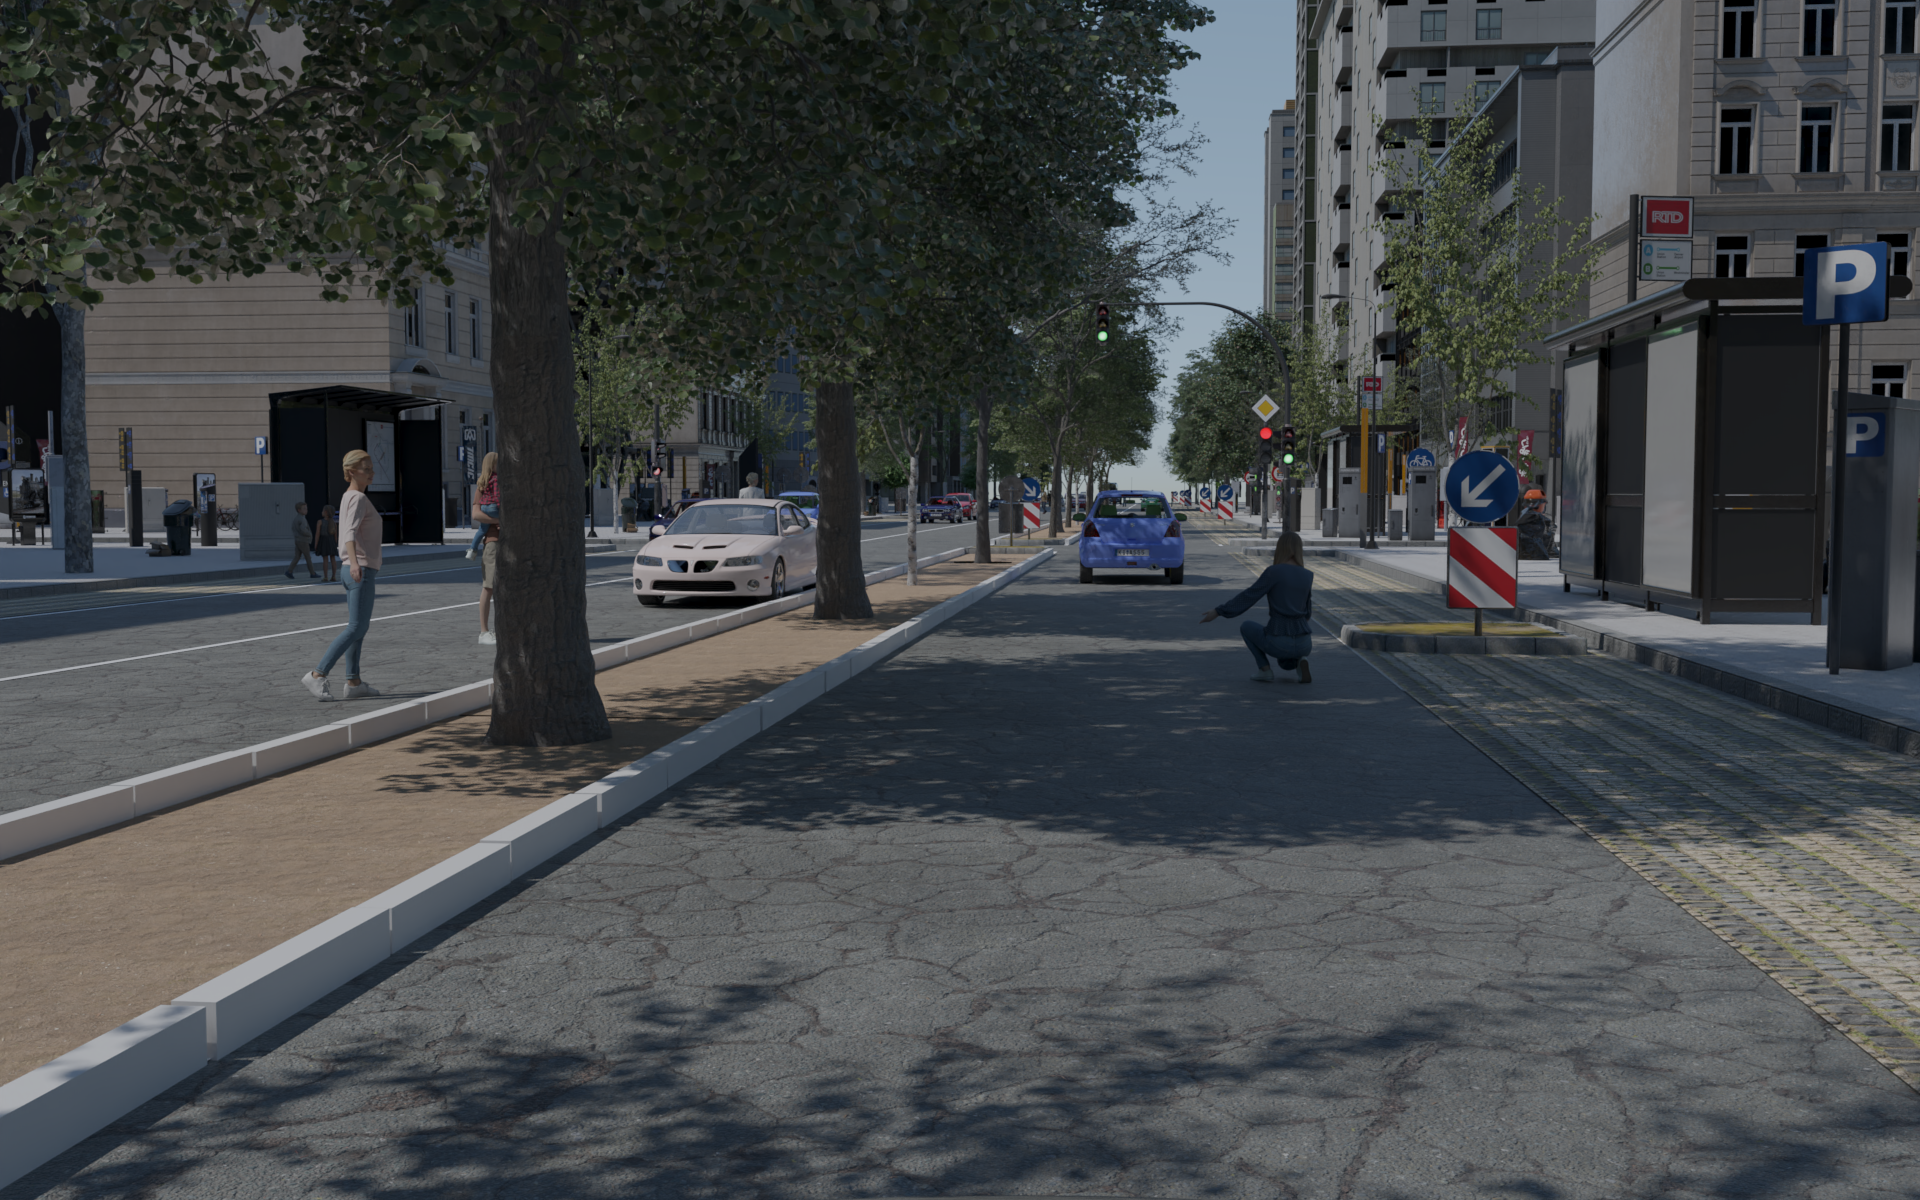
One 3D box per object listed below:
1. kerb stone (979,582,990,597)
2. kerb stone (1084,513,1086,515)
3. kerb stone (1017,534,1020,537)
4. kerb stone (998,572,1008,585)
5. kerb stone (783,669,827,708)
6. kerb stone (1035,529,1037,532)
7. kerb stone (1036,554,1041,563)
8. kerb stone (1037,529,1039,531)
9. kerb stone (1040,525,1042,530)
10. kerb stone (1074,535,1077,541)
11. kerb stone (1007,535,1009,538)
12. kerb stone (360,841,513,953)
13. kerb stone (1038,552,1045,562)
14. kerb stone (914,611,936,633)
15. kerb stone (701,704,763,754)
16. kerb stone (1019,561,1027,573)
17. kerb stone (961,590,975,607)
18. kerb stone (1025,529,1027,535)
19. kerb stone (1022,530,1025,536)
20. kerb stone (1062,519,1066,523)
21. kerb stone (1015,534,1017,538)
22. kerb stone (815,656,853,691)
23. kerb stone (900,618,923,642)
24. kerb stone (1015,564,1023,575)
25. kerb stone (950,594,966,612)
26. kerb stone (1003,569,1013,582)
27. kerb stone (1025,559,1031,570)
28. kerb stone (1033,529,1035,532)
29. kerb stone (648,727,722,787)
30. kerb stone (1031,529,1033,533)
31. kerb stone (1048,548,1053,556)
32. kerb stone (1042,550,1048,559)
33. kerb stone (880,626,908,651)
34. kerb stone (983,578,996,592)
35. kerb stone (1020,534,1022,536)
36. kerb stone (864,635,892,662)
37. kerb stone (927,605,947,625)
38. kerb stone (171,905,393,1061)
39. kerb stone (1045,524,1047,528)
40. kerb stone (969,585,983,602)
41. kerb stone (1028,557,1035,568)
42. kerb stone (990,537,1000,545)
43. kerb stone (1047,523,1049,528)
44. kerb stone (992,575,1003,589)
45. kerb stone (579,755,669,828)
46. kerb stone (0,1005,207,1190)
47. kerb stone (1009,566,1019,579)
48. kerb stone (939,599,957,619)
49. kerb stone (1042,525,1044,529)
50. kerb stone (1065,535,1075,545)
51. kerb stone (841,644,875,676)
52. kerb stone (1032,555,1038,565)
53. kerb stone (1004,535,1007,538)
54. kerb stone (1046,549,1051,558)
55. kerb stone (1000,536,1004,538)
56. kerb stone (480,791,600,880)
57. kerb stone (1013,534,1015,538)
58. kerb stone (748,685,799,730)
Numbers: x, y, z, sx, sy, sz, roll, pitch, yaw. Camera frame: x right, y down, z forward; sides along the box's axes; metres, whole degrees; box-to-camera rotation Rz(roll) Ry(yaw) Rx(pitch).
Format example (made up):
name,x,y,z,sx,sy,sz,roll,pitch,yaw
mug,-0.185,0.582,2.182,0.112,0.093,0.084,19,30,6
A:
name,x,y,z,sx,sy,sz,roll,pitch,yaw
kerb stone,0.277,-0.118,24.228,0.120,0.150,1.000,0,4,6
kerb stone,8.837,-5.960,119.759,0.120,0.150,1.000,0,4,6
kerb stone,1.780,-2.106,56.626,0.120,0.150,1.000,0,4,6
kerb stone,0.617,-0.305,27.285,0.120,0.150,1.000,0,4,6
kerb stone,-1.092,0.623,12.008,0.120,0.150,1.000,0,4,6
kerb stone,2.685,-2.603,64.762,0.120,0.150,1.000,0,4,6
kerb stone,1.522,-0.805,35.427,0.120,0.150,1.000,0,4,6
kerb stone,2.805,-2.666,65.777,0.120,0.150,1.000,0,4,6
kerb stone,3.033,-2.788,67.814,0.120,0.150,1.000,0,4,6
kerb stone,3.300,-1.781,51.317,0.120,0.150,1.000,0,4,6
kerb stone,1.323,-1.856,52.546,0.120,0.150,1.000,0,4,6
kerb stone,-1.772,1.003,5.894,0.120,0.150,1.000,0,4,6
kerb stone,1.642,-0.872,36.450,0.120,0.150,1.000,0,4,6
kerb stone,-0.404,0.249,18.123,0.120,0.150,1.000,0,4,6
kerb stone,-1.322,0.748,9.963,0.120,0.150,1.000,0,4,6
kerb stone,1.076,-0.560,31.351,0.120,0.150,1.000,0,4,6
kerb stone,0.049,0.004,22.189,0.120,0.150,1.000,0,4,6
kerb stone,2.127,-2.291,59.674,0.120,0.150,1.000,0,4,6
kerb stone,2.007,-2.223,58.659,0.120,0.150,1.000,0,4,6
kerb stone,5.529,-4.157,90.215,0.120,0.150,1.000,0,4,6
kerb stone,1.662,-2.043,55.600,0.120,0.150,1.000,0,4,6
kerb stone,-0.972,0.560,13.033,0.120,0.150,1.000,0,4,6
kerb stone,-0.519,0.318,17.108,0.120,0.150,1.000,0,4,6
kerb stone,0.954,-0.498,30.336,0.120,0.150,1.000,0,4,6
kerb stone,-0.069,0.063,21.172,0.120,0.150,1.000,0,4,6
kerb stone,0.731,-0.373,28.301,0.120,0.150,1.000,0,4,6
kerb stone,1.183,-0.621,32.368,0.120,0.150,1.000,0,4,6
kerb stone,2.574,-2.540,63.742,0.120,0.150,1.000,0,4,6
kerb stone,-1.428,0.810,8.947,0.120,0.150,1.000,0,4,6
kerb stone,2.461,-2.479,62.723,0.120,0.150,1.000,0,4,6
kerb stone,1.984,-1.058,39.502,0.120,0.150,1.000,0,4,6
kerb stone,1.755,-0.934,37.468,0.120,0.150,1.000,0,4,6
kerb stone,-0.639,0.374,16.088,0.120,0.150,1.000,0,4,6
kerb stone,0.383,-0.186,25.244,0.120,0.150,1.000,0,4,6
kerb stone,1.895,-2.162,57.642,0.120,0.150,1.000,0,4,6
kerb stone,-0.750,0.440,15.071,0.120,0.150,1.000,0,4,6
kerb stone,-0.295,0.187,19.140,0.120,0.150,1.000,0,4,6
kerb stone,-1.882,1.059,4.877,0.120,0.150,1.000,0,4,6
kerb stone,3.373,-2.974,70.878,0.120,0.150,1.000,0,4,6
kerb stone,0.168,-0.062,23.211,0.120,0.150,1.000,0,4,6
kerb stone,1.298,-0.682,33.384,0.120,0.150,1.000,0,4,6
kerb stone,0.974,-1.670,49.493,0.120,0.150,1.000,0,4,6
kerb stone,3.485,-3.040,71.894,0.120,0.150,1.000,0,4,6
kerb stone,0.508,-0.249,26.268,0.120,0.150,1.000,0,4,6
kerb stone,-1.540,0.873,7.926,0.120,0.150,1.000,0,4,6
kerb stone,-2.004,1.123,3.853,0.120,0.150,1.000,0,4,6
kerb stone,0.852,-0.436,29.316,0.120,0.150,1.000,0,4,6
kerb stone,-0.178,0.125,20.155,0.120,0.150,1.000,0,4,6
kerb stone,3.147,-2.853,68.838,0.120,0.150,1.000,0,4,6
kerb stone,3.185,-1.715,50.301,0.120,0.150,1.000,0,4,6
kerb stone,-0.853,0.498,14.048,0.120,0.150,1.000,0,4,6
kerb stone,1.406,-0.747,34.404,0.120,0.150,1.000,0,4,6
kerb stone,1.209,-1.794,51.531,0.120,0.150,1.000,0,4,6
kerb stone,1.870,-0.991,38.486,0.120,0.150,1.000,0,4,6
kerb stone,1.094,-1.729,50.514,0.120,0.150,1.000,0,4,6
kerb stone,-1.664,0.935,6.910,0.120,0.150,1.000,0,4,6
kerb stone,1.556,-1.980,54.584,0.120,0.150,1.000,0,4,6
kerb stone,-1.198,0.686,10.986,0.120,0.150,1.000,0,4,6
